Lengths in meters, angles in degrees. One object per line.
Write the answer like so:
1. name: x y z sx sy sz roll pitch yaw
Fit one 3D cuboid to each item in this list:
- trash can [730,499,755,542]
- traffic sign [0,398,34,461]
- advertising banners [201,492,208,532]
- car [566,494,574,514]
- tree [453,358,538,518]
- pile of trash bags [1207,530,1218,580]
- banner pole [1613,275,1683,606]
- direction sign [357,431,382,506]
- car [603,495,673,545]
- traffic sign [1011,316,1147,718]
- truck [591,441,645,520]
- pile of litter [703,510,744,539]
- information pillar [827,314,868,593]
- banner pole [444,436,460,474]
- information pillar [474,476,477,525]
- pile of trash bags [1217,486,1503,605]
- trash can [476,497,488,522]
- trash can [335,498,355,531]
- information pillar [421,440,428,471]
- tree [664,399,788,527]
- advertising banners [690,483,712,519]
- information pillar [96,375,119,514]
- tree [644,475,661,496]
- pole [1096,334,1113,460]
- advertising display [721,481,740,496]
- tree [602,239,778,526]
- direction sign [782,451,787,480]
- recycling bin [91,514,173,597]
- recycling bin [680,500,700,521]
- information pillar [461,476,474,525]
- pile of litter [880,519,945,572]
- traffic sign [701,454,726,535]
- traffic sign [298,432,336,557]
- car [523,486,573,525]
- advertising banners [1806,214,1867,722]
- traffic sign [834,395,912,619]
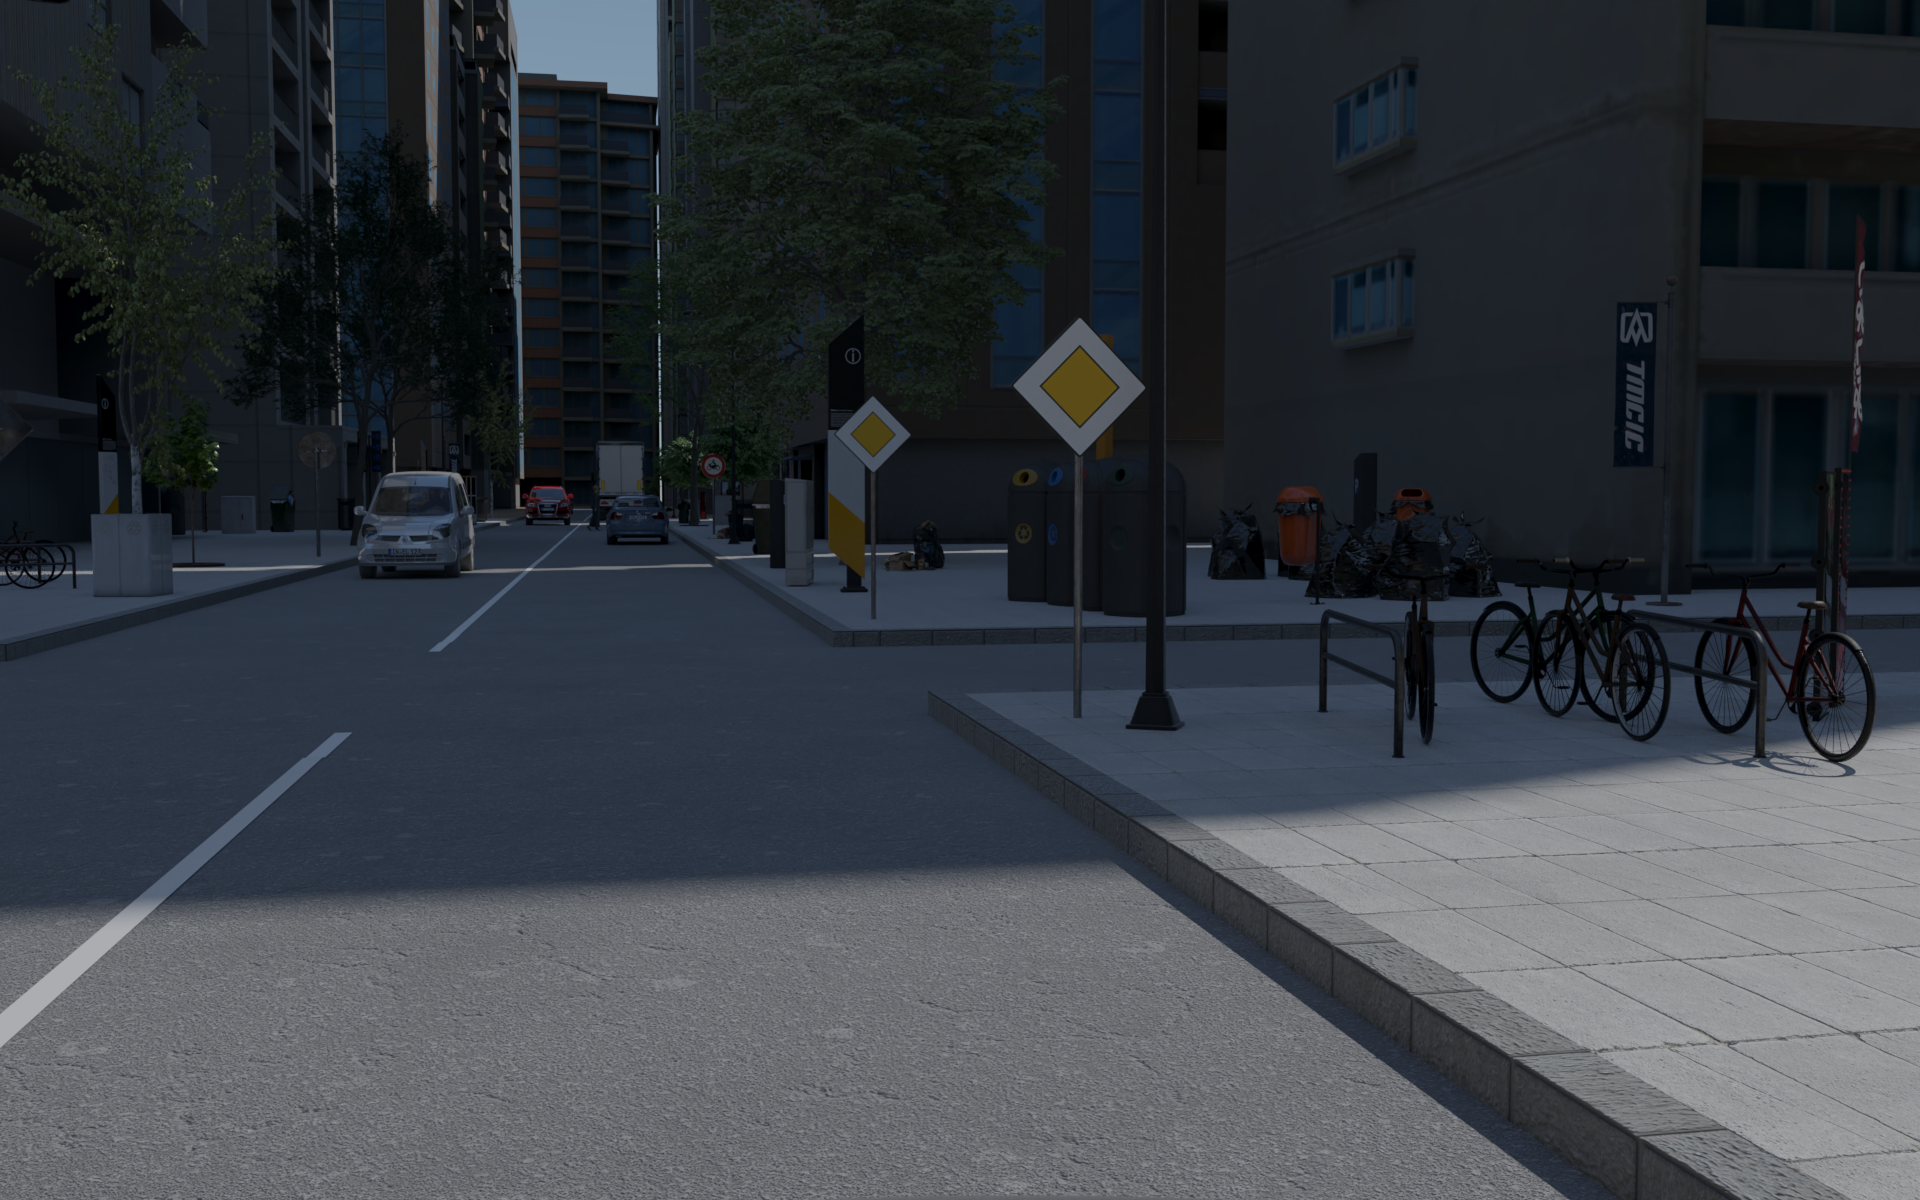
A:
1. trash can: -5.841 -2.154 46.877 0.748 1.137 0.748 0 3 0
2. traffic sign: -9.028 -0.762 16.104 0.795 2.450 0.064 -1 4 -11
3. advertising banners: -25.641 -3.820 58.639 0.090 3.025 2.074 -2 4 -28
4. car: -28.463 -6.930 123.085 2.009 1.686 4.222 -1 4 -9
5. tree: -24.725 -8.672 92.146 4.737 8.622 4.395 0 3 0
6. pile of trash bags: 5.406 -1.011 26.279 3.447 1.369 1.912 1 4 18
7. banner pole: 7.895 -1.826 19.875 0.863 3.779 0.401 0 4 0
8. direction sign: -21.160 -4.288 62.109 0.876 3.537 0.379 0 4 7
9. car: -9.352 -2.344 50.333 2.014 1.417 4.499 -1 4 -10
10. traffic sign: 0.671 -0.381 9.867 0.795 2.450 0.064 -1 4 -11
11. truck: -19.224 -6.632 97.342 2.839 4.237 11.283 -1 4 -13
12. pile of litter: -6.502 -2.196 49.871 1.719 0.858 1.176 1 4 9
13. information pillar: -1.464 -1.906 22.520 0.504 3.616 0.183 -1 4 -12
14. banner pole: -21.834 -5.153 74.270 0.863 3.779 0.401 -1 4 -17
15. information pillar: -20.121 -4.086 71.300 0.304 2.012 0.304 2 4 30
16. pile of trash bags: 5.049 -0.702 21.228 3.447 1.369 1.912 -3 5 -42
17. trash can: -21.923 -4.128 79.148 0.748 1.137 0.748 0 3 0
18. trash can: -21.563 -3.013 60.918 0.748 1.137 0.748 0 3 0
19. information pillar: -23.313 -5.140 75.397 0.183 3.616 0.504 -3 5 -42
20. tree: -7.472 -4.621 59.269 4.285 4.588 4.351 0 3 0
21. advertising banners: -13.265 -5.698 89.356 2.074 3.025 0.090 3 5 44
22. information pillar: -16.851 -2.623 34.241 0.183 3.616 0.504 0 4 8
23. tree: -28.370 -10.199 161.350 1.663 3.219 1.824 0 3 0
24. pole: 1.858 -1.739 22.274 0.158 3.312 0.155 0 3 0
25. advertising display: -11.149 -4.825 84.110 0.974 1.923 0.123 -2 4 -31
26. tree: -10.475 -8.757 68.927 9.928 11.665 9.643 0 3 0
27. direction sign: -6.436 -4.375 63.521 0.379 3.537 0.876 0 4 3
28. recycling bin: -10.442 -0.570 21.866 0.722 1.027 0.722 0 4 -2
29. recycling bin: -12.364 -4.084 79.329 0.722 1.027 0.722 1 4 9
30. information pillar: -20.136 -4.042 70.572 0.304 2.012 0.304 1 4 18
31. pile of litter: -0.842 -0.952 29.531 1.176 0.858 1.719 2 4 28
32. traffic sign: -7.800 -3.348 54.846 0.768 2.556 0.104 0 4 -5
33. traffic sign: -13.131 -2.158 35.389 0.768 2.556 0.104 0 4 -4
34. car: -19.286 -4.429 81.079 2.281 1.827 5.304 -1 4 -13
35. advertising banners: 5.333 -0.874 10.471 0.090 3.025 2.074 2 4 32
36. traffic sign: -0.890 -0.860 17.698 0.795 2.450 0.064 -1 4 -11
